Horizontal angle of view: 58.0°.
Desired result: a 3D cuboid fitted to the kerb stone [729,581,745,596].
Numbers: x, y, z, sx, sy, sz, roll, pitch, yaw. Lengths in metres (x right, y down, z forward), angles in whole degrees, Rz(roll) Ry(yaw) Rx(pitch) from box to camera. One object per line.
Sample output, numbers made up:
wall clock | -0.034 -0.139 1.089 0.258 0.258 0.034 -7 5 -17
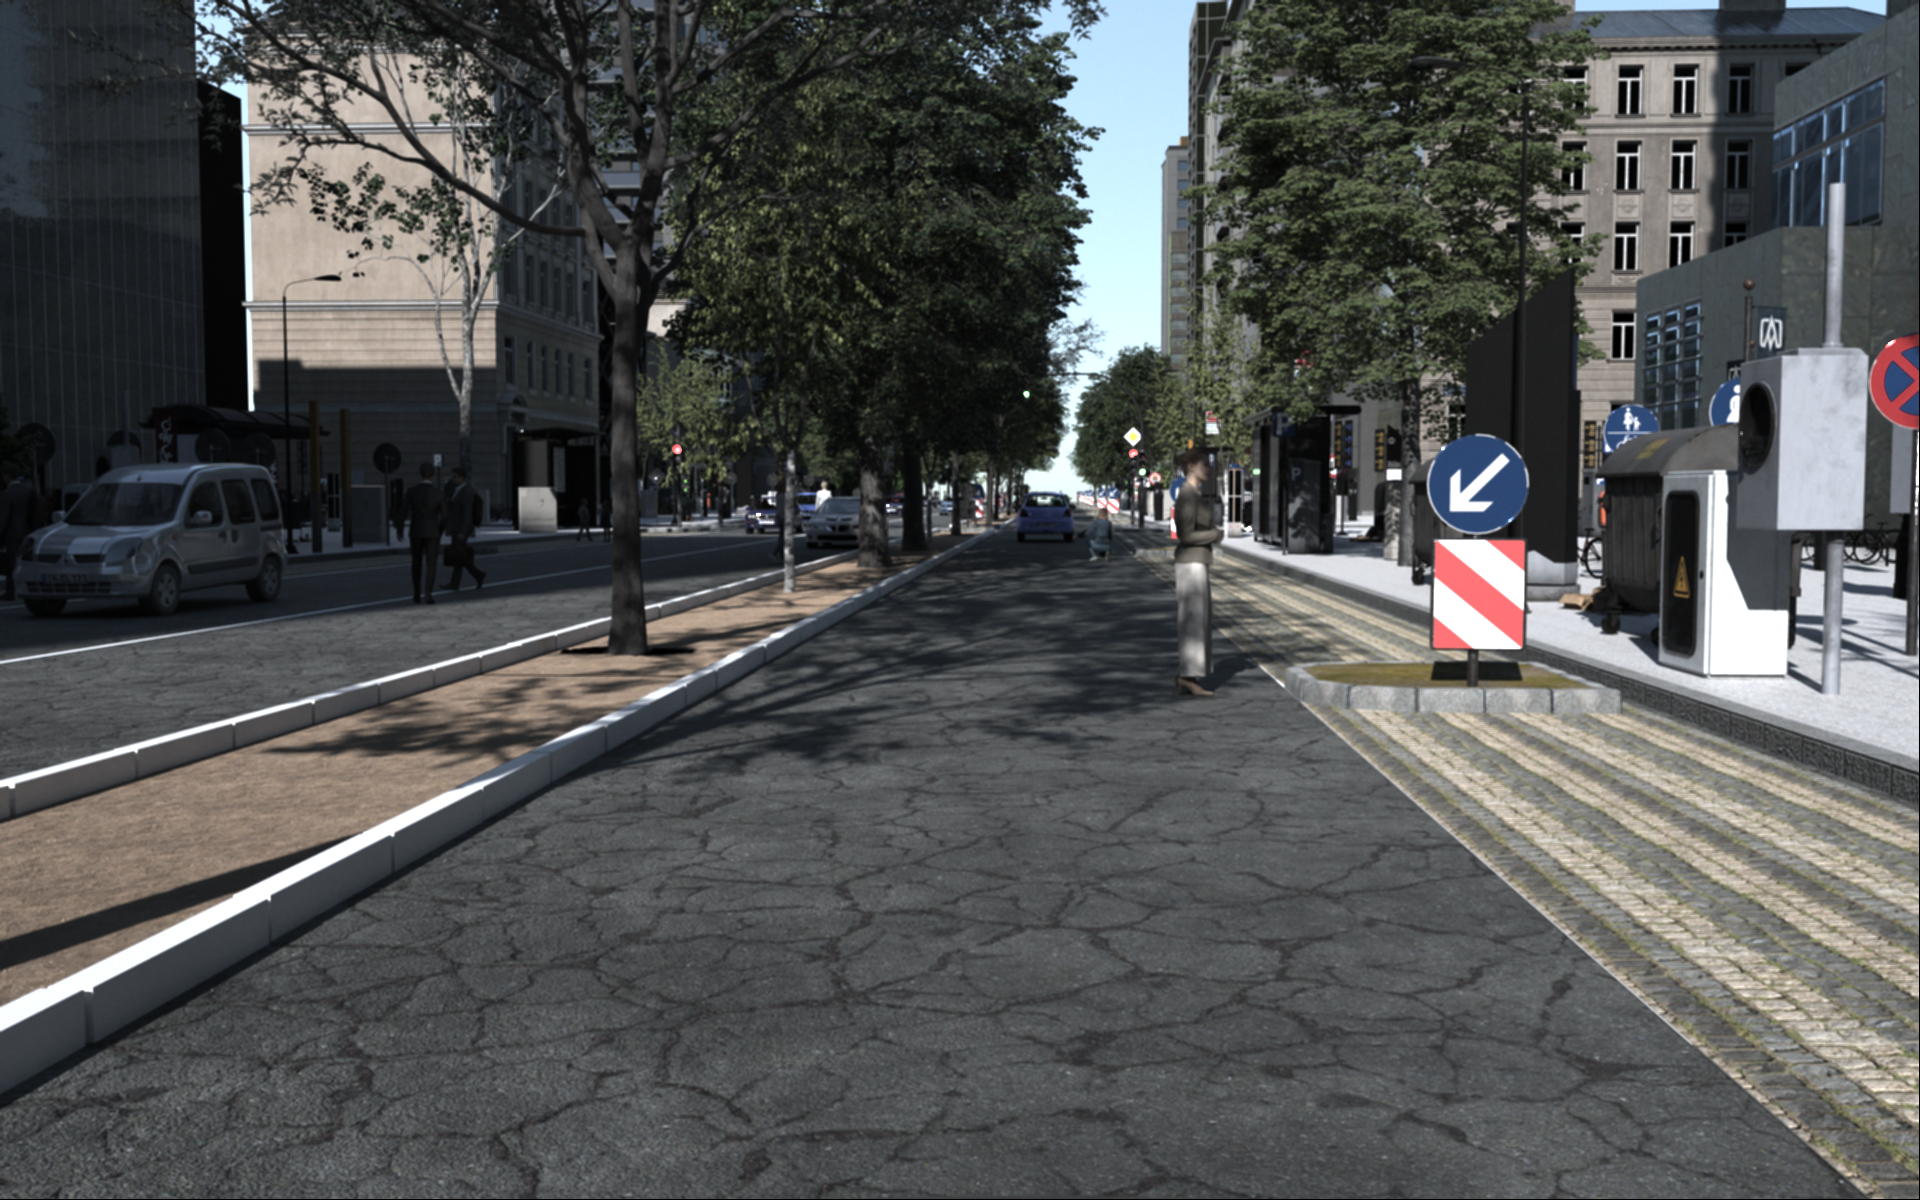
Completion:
kerb stone | -3.235 -0.140 24.539 0.120 0.150 1.000 0 4 3

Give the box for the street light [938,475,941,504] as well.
street light | -2.205 -15.962 233.523 1.470 5.913 1.316 0 4 3

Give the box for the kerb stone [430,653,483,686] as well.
kerb stone | -3.908 0.551 13.284 0.120 0.150 1.000 0 4 3

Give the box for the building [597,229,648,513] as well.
building | -29.761 -15.174 115.540 16.820 18.784 16.811 0 4 3

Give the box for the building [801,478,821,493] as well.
building | -32.025 -30.542 191.238 32.217 40.220 23.993 0 4 3

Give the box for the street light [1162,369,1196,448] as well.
street light | 8.199 -5.620 64.435 1.470 5.913 1.316 0 4 3

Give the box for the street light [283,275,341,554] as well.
street light | -13.814 -3.937 36.904 1.470 5.913 1.316 0 4 3

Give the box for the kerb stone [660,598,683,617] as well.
kerb stone | -3.475 0.107 20.446 0.120 0.150 1.000 0 4 3

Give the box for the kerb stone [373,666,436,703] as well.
kerb stone | -3.968 0.610 12.261 0.120 0.150 1.000 0 4 3

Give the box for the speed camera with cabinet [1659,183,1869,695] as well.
speed camera with cabinet | 5.439 -1.070 11.837 0.660 3.252 2.038 0 4 3

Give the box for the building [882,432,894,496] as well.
building | -18.561 -38.971 287.293 14.600 45.320 14.200 0 4 3

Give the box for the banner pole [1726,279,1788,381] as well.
banner pole | 9.395 -1.856 20.367 0.863 3.779 0.401 -2 4 -25

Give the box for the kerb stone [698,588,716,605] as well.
kerb stone | -3.361 -0.018 22.495 0.120 0.150 1.000 0 4 3

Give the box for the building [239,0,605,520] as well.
building | -28.793 -18.985 96.307 13.634 28.700 20.117 0 4 3

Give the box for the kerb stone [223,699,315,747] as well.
kerb stone | -4.096 0.735 10.218 0.120 0.150 1.000 0 4 3

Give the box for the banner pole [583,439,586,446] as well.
banner pole | -17.257 -5.426 78.735 0.863 3.779 0.401 -3 5 -44

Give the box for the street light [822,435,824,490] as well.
street light | -8.925 -8.994 119.592 1.470 5.913 1.316 0 4 3

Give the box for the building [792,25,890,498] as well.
building | -21.571 -50.809 268.984 20.563 71.187 20.611 0 4 3

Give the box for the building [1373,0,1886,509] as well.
building | 34.410 -17.738 87.283 25.104 27.353 12.463 0 4 3

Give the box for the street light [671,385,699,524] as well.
street light | -11.673 -6.201 73.935 1.470 5.913 1.316 0 4 3

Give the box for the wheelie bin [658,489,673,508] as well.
wheelie bin | -18.072 -6.016 106.277 0.980 1.594 0.693 0 4 -4

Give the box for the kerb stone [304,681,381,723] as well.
kerb stone | -4.032 0.670 11.241 0.120 0.150 1.000 0 4 3

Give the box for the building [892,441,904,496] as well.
building | -16.320 -37.788 301.427 14.154 41.232 14.086 0 4 3

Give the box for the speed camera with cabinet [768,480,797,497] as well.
speed camera with cabinet | -11.148 -6.999 108.768 0.660 3.252 2.038 3 4 39

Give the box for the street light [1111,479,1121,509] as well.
street light | 13.266 -10.723 147.860 1.470 5.913 1.316 0 4 3

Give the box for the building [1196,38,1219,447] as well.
building | 42.188 -37.164 196.867 28.713 52.752 27.495 0 4 3

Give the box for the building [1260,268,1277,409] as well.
building | 31.165 -18.905 138.773 12.332 23.373 15.834 0 4 3

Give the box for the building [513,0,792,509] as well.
building | -28.375 -38.037 163.905 21.231 58.520 28.212 0 4 3

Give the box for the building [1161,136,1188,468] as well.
building | 44.256 -45.795 290.746 21.231 58.520 28.212 0 4 3

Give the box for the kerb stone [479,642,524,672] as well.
kerb stone | -3.842 0.489 14.306 0.120 0.150 1.000 0 4 3

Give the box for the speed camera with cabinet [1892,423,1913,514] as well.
speed camera with cabinet | 12.017 -1.586 20.271 2.038 3.252 0.660 0 4 -6

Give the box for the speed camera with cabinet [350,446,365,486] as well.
speed camera with cabinet | -21.985 -4.225 63.419 0.660 3.252 2.038 -2 4 -32

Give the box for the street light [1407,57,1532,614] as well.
street light | 5.455 -2.814 18.546 1.470 5.913 1.316 0 4 3

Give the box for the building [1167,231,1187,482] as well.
building | 39.392 -35.861 269.925 14.154 41.232 14.086 0 4 3

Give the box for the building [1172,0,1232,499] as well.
building | 41.758 -49.741 251.524 20.563 71.187 20.611 0 4 3

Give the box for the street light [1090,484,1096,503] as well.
street light | 17.787 -15.397 224.284 1.470 5.913 1.316 0 4 3

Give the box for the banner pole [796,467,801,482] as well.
banner pole | -12.735 -8.858 134.852 0.863 3.779 0.401 -1 4 -23

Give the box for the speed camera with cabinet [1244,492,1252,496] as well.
speed camera with cabinet | 22.213 -8.328 130.495 2.038 3.252 0.660 1 4 9

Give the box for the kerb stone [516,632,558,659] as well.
kerb stone | -3.785 0.420 15.326 0.120 0.150 1.000 0 4 3

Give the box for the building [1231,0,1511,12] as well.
building | 40.956 -35.429 168.499 28.713 52.752 27.495 0 4 3

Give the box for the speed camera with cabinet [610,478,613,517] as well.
speed camera with cabinet | -18.343 -6.013 92.655 0.660 3.252 2.038 0 4 -5

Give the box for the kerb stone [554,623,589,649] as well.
kerb stone | -3.719 0.358 16.346 0.120 0.150 1.000 0 4 3

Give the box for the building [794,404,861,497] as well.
building | -20.127 -29.379 252.039 14.160 30.474 14.107 0 4 3

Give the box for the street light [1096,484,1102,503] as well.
street light | 15.085 -12.605 178.639 1.470 5.913 1.316 0 4 3

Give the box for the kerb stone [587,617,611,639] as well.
kerb stone | -3.663 0.295 17.377 0.120 0.150 1.000 0 4 3

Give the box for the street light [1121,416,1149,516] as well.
street light | 10.475 -7.950 102.523 1.470 5.913 1.316 0 4 3

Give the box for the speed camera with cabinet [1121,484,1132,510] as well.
speed camera with cabinet | 13.684 -8.997 141.441 0.660 3.252 2.038 1 4 18

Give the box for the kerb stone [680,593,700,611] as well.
kerb stone | -3.417 0.044 21.470 0.120 0.150 1.000 0 4 3

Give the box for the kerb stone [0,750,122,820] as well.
kerb stone | -4.214 0.858 8.170 0.120 0.150 1.000 0 4 3

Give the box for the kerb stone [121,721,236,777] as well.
kerb stone | -4.159 0.795 9.198 0.120 0.150 1.000 0 4 3

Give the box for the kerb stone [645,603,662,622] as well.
kerb stone | -3.551 0.169 19.426 0.120 0.150 1.000 0 4 3

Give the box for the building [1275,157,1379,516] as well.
building | 29.808 -18.131 115.507 14.314 24.678 30.058 0 4 3

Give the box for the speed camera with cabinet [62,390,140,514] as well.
speed camera with cabinet | -16.539 -2.384 33.318 2.038 3.252 0.660 3 4 38

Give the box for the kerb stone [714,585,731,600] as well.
kerb stone | -3.299 -0.081 23.515 0.120 0.150 1.000 0 4 3
